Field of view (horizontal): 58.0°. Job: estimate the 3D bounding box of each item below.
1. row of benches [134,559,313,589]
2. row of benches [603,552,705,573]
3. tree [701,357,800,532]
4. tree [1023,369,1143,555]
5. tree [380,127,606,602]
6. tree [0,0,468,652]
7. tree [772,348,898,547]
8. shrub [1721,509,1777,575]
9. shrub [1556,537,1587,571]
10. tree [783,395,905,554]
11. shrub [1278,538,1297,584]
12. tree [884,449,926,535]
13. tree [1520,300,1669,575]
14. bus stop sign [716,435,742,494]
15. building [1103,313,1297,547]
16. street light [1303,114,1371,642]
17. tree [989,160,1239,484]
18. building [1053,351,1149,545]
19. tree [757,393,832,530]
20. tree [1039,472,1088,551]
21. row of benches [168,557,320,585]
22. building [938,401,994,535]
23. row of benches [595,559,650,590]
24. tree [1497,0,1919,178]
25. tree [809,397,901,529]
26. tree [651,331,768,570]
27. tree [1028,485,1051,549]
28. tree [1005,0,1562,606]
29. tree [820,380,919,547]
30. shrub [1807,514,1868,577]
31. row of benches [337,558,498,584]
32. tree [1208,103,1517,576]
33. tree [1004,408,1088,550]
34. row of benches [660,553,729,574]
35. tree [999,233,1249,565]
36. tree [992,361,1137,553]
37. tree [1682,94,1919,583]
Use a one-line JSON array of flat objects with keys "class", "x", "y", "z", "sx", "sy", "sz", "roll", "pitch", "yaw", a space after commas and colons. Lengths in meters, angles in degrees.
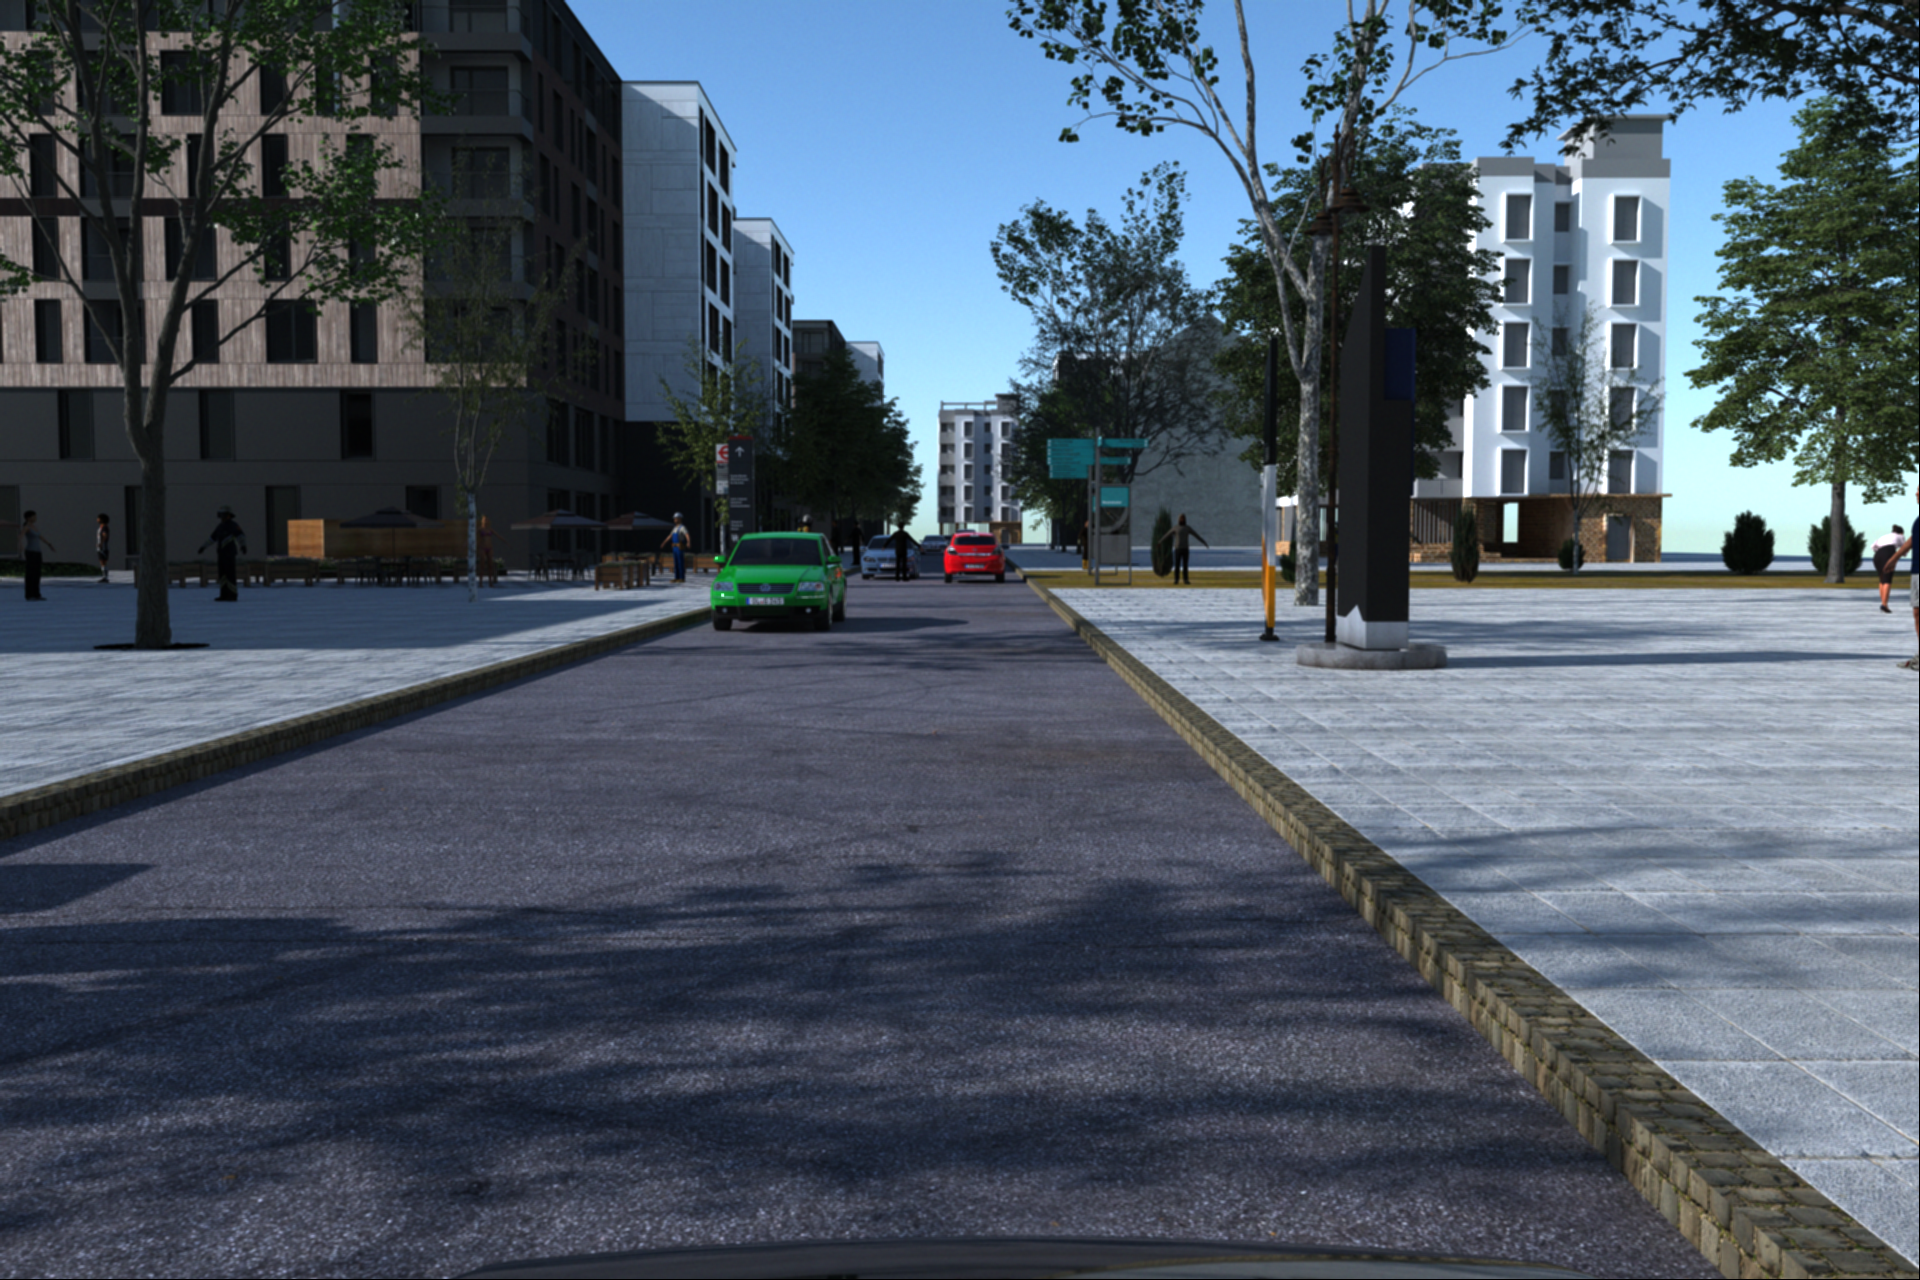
[{"class": "row of benches", "x": -17.707, "y": -1.619, "z": 41.937, "sx": 4.104, "sy": 0.672, "sz": 1.422, "roll": -2, "pitch": 4, "yaw": -30}, {"class": "row of benches", "x": -10.454, "y": -2.649, "z": 58.769, "sx": 4.104, "sy": 0.672, "sz": 1.422, "roll": 2, "pitch": 4, "yaw": 29}, {"class": "tree", "x": -8.017, "y": -7.401, "z": 71.372, "sx": 4.360, "sy": 8.622, "sz": 3.978, "roll": 0, "pitch": 3, "yaw": 0}, {"class": "tree", "x": 7.577, "y": -11.185, "z": 108.627, "sx": 9.928, "sy": 11.665, "sz": 9.643, "roll": 0, "pitch": 3, "yaw": 0}, {"class": "tree", "x": -9.363, "y": -5.006, "z": 32.213, "sx": 4.360, "sy": 8.622, "sz": 3.978, "roll": 0, "pitch": 3, "yaw": 0}, {"class": "tree", "x": -8.962, "y": -5.700, "z": 18.955, "sx": 9.928, "sy": 11.665, "sz": 9.643, "roll": 0, "pitch": 3, "yaw": 0}, {"class": "tree", "x": -7.630, "y": -11.461, "z": 105.516, "sx": 7.486, "sy": 12.596, "sz": 7.792, "roll": 0, "pitch": 3, "yaw": 0}, {"class": "shrub", "x": 24.900, "y": -3.100, "z": 54.726, "sx": 1.661, "sy": 2.075, "sz": 1.752, "roll": 0, "pitch": 3, "yaw": 0}, {"class": "shrub", "x": 21.291, "y": -3.009, "z": 60.311, "sx": 1.383, "sy": 1.207, "sz": 1.383, "roll": 0, "pitch": 3, "yaw": 0}, {"class": "tree", "x": -7.754, "y": -11.005, "z": 114.337, "sx": 8.767, "sy": 10.594, "sz": 7.601, "roll": 0, "pitch": 4, "yaw": 1}, {"class": "shrub", "x": 8.664, "y": -2.042, "z": 44.507, "sx": 1.383, "sy": 1.207, "sz": 1.383, "roll": 0, "pitch": 3, "yaw": 0}, {"class": "tree", "x": -9.568, "y": -19.937, "z": 232.629, "sx": 9.857, "sy": 13.997, "sz": 8.962, "roll": 0, "pitch": 3, "yaw": 0}, {"class": "tree", "x": 19.389, "y": -6.382, "z": 54.701, "sx": 4.360, "sy": 8.622, "sz": 3.978, "roll": 0, "pitch": 3, "yaw": 0}, {"class": "bus stop sign", "x": -6.145, "y": -3.553, "z": 46.800, "sx": 0.855, "sy": 3.939, "sz": 0.416, "roll": 0, "pitch": 4, "yaw": 3}, {"class": "building", "x": 24.579, "y": -21.409, "z": 180.959, "sx": 19.493, "sy": 23.208, "sz": 18.063, "roll": 0, "pitch": 4, "yaw": 0}, {"class": "street light", "x": 4.248, "y": -2.868, "z": 19.684, "sx": 0.468, "sy": 5.910, "sz": 1.993, "roll": 0, "pitch": 4, "yaw": 1}, {"class": "tree", "x": 8.397, "y": -14.164, "z": 87.469, "sx": 12.611, "sy": 20.169, "sz": 13.585, "roll": 0, "pitch": 3, "yaw": 0}, {"class": "building", "x": 25.039, "y": -22.380, "z": 209.883, "sx": 27.936, "sy": 21.610, "sz": 32.646, "roll": 0, "pitch": 4, "yaw": 1}, {"class": "tree", "x": -8.553, "y": -8.582, "z": 90.671, "sx": 4.737, "sy": 8.622, "sz": 4.395, "roll": 0, "pitch": 3, "yaw": 0}, {"class": "tree", "x": 7.635, "y": -11.129, "z": 132.318, "sx": 4.737, "sy": 8.622, "sz": 4.395, "roll": 0, "pitch": 3, "yaw": 0}, {"class": "row of benches", "x": -18.625, "y": -1.829, "z": 45.360, "sx": 1.422, "sy": 0.672, "sz": 4.104, "roll": 3, "pitch": 4, "yaw": 36}, {"class": "building", "x": -2.594, "y": -23.092, "z": 236.422, "sx": 11.380, "sy": 20.090, "sz": 16.016, "roll": -1, "pitch": 4, "yaw": -8}, {"class": "row of benches", "x": -8.057, "y": -1.585, "z": 41.378, "sx": 1.422, "sy": 0.672, "sz": 4.104, "roll": 0, "pitch": 4, "yaw": -1}, {"class": "tree", "x": 6.391, "y": -4.638, "z": 10.247, "sx": 7.601, "sy": 10.594, "sz": 8.767, "roll": -1, "pitch": 4, "yaw": -11}, {"class": "tree", "x": -7.950, "y": -12.413, "z": 128.708, "sx": 9.928, "sy": 11.665, "sz": 9.643, "roll": 0, "pitch": 3, "yaw": 0}, {"class": "tree", "x": -8.752, "y": -6.834, "z": 62.092, "sx": 4.737, "sy": 8.622, "sz": 4.395, "roll": 0, "pitch": 3, "yaw": 0}, {"class": "tree", "x": 7.461, "y": -12.057, "z": 147.499, "sx": 4.737, "sy": 8.622, "sz": 4.395, "roll": 0, "pitch": 3, "yaw": 0}, {"class": "tree", "x": 5.806, "y": -10.764, "z": 31.884, "sx": 12.611, "sy": 20.169, "sz": 13.585, "roll": 0, "pitch": 3, "yaw": 0}, {"class": "tree", "x": -7.935, "y": -14.169, "z": 138.315, "sx": 9.857, "sy": 13.997, "sz": 8.962, "roll": 0, "pitch": 3, "yaw": 0}, {"class": "shrub", "x": 26.497, "y": -2.931, "z": 52.346, "sx": 1.690, "sy": 2.028, "sz": 1.600, "roll": 0, "pitch": 3, "yaw": 0}, {"class": "row of benches", "x": -13.980, "y": -1.807, "z": 45.001, "sx": 4.104, "sy": 0.672, "sz": 1.422, "roll": -1, "pitch": 4, "yaw": -10}, {"class": "tree", "x": 11.837, "y": -8.949, "z": 52.979, "sx": 9.857, "sy": 13.997, "sz": 8.962, "roll": 0, "pitch": 3, "yaw": 0}, {"class": "tree", "x": 7.427, "y": -13.611, "z": 140.659, "sx": 7.486, "sy": 12.596, "sz": 7.792, "roll": 0, "pitch": 3, "yaw": 0}, {"class": "row of benches", "x": -8.049, "y": -2.475, "z": 55.925, "sx": 4.104, "sy": 0.672, "sz": 1.422, "roll": 2, "pitch": 4, "yaw": 32}, {"class": "tree", "x": 6.837, "y": -9.839, "z": 71.244, "sx": 12.009, "sy": 13.543, "sz": 11.850, "roll": 0, "pitch": 3, "yaw": 0}, {"class": "tree", "x": 7.367, "y": -12.863, "z": 120.677, "sx": 12.009, "sy": 13.543, "sz": 11.850, "roll": 0, "pitch": 3, "yaw": 0}, {"class": "tree", "x": 23.050, "y": -7.781, "z": 45.346, "sx": 7.486, "sy": 12.596, "sz": 7.792, "roll": 0, "pitch": 3, "yaw": 0}]
